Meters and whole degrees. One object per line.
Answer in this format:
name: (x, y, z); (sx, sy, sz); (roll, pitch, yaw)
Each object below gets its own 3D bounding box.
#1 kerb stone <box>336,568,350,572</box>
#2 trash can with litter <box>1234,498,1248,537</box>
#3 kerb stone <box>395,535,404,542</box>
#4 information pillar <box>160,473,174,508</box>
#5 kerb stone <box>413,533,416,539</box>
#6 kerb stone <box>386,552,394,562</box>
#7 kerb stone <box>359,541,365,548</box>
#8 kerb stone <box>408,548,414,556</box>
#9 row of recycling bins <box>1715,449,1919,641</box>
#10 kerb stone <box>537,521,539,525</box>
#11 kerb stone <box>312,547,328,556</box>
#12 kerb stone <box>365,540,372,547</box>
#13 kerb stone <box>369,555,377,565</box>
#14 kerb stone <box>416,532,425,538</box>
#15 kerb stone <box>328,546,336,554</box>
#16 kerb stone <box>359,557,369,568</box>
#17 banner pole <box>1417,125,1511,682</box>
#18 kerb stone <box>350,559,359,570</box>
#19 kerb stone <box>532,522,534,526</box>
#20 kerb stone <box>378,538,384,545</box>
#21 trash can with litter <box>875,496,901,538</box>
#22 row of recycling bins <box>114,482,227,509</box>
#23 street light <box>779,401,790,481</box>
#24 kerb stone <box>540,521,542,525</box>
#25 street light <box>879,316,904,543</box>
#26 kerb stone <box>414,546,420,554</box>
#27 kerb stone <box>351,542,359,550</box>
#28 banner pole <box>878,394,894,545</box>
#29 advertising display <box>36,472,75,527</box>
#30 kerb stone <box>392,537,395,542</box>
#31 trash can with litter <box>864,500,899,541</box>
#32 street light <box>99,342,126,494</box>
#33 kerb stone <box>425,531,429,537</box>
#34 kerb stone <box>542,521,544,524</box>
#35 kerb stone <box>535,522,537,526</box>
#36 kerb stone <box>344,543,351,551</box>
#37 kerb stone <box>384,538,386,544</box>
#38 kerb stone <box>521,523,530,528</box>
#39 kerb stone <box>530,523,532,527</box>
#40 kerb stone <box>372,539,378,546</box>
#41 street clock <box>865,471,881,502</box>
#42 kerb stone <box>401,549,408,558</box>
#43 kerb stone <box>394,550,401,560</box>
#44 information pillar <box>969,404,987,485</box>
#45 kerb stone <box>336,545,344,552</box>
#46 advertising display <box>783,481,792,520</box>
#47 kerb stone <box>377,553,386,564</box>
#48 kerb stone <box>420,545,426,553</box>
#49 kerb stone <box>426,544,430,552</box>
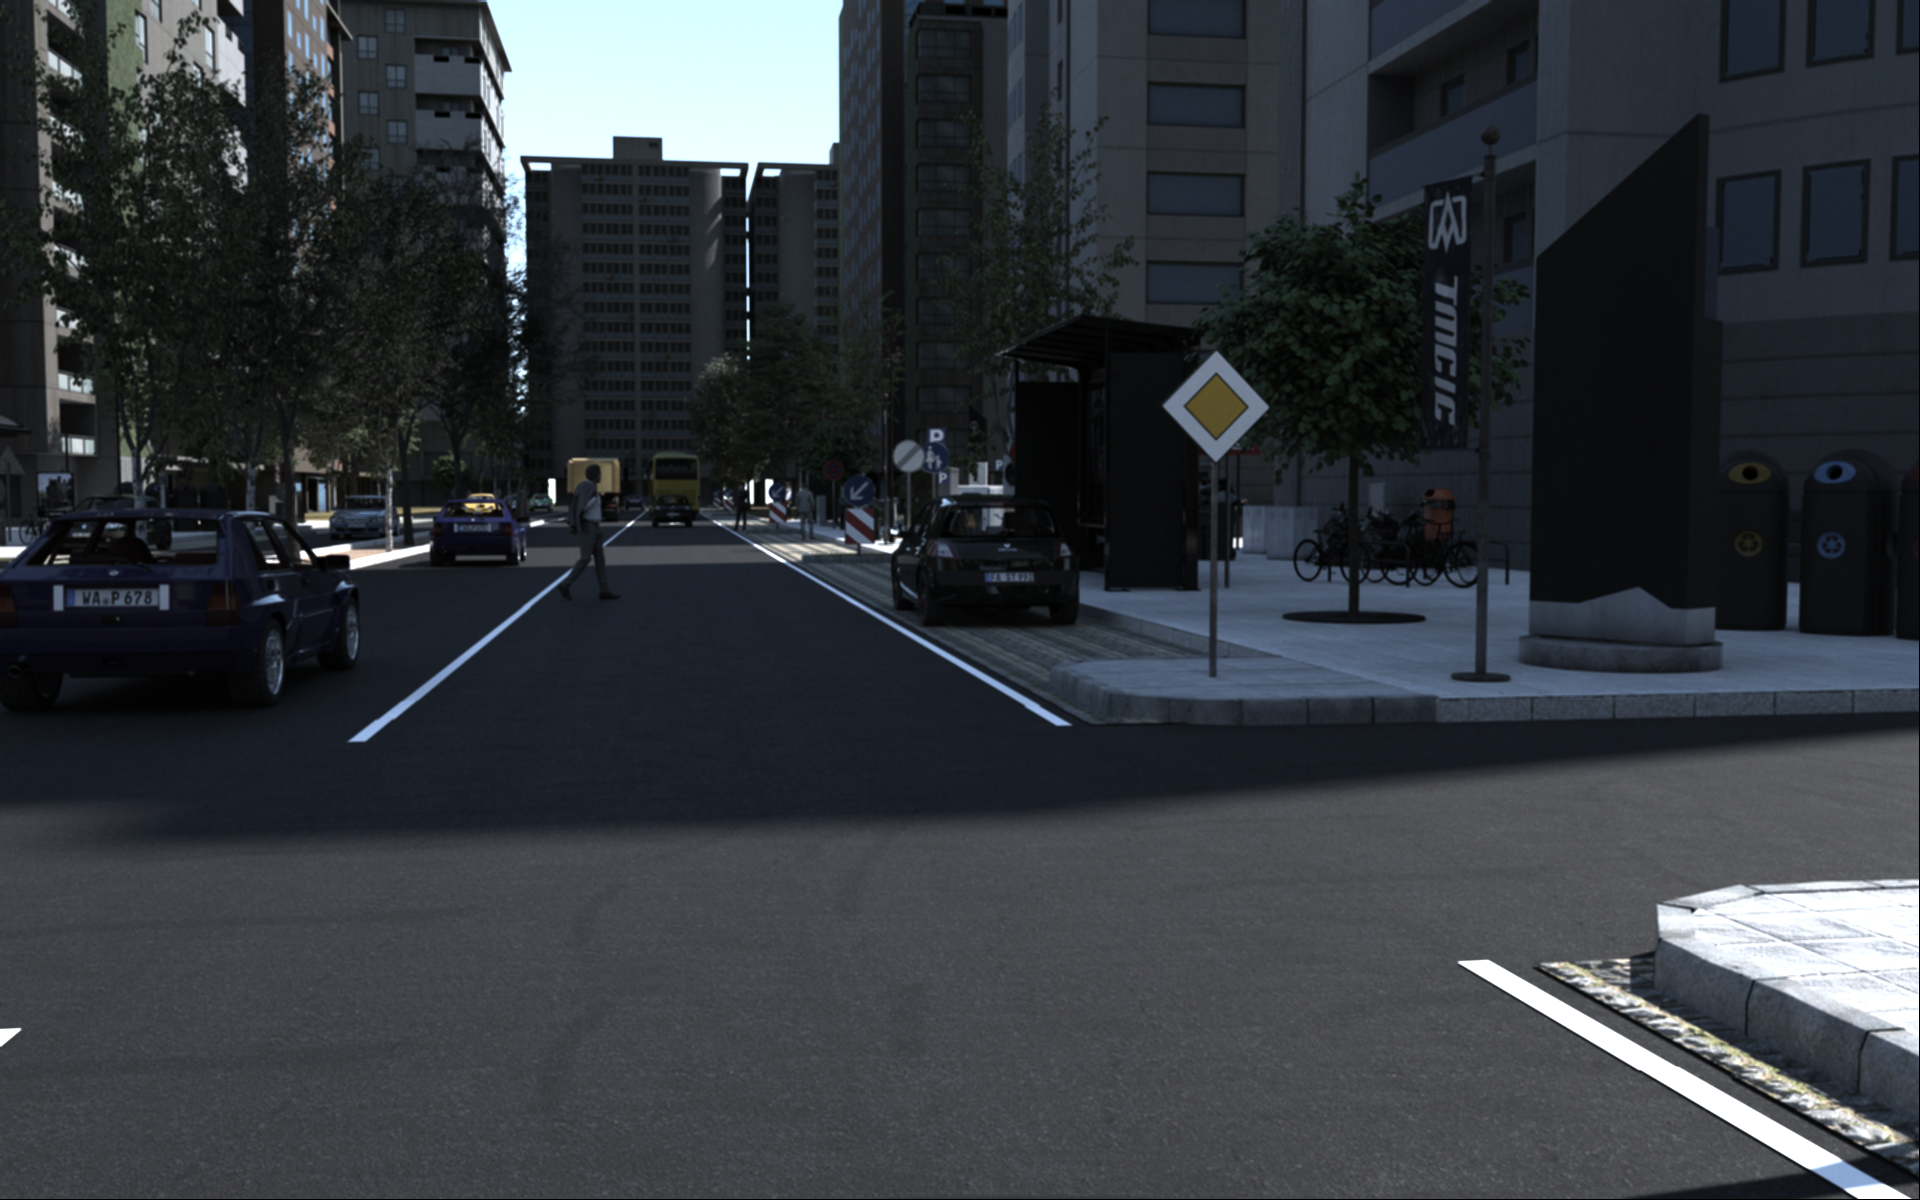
kerb stone: (-11.413, -0.588, 31.821); (0.120, 0.150, 1.000); (-1, 4, -10)
trash can with litter: (8.023, -2.428, 51.085); (0.624, 1.170, 1.055); (-2, 4, -26)
kerb stone: (-17.056, -1.854, 52.630); (0.120, 0.150, 1.000); (-1, 4, -10)
information pillar: (-27.804, -3.442, 60.768); (0.304, 2.012, 0.304); (1, 4, 20)
kerb stone: (-17.395, -1.985, 54.655); (0.120, 0.150, 1.000); (-1, 4, -10)
kerb stone: (-12.261, -0.899, 36.890); (0.120, 0.150, 1.000); (-1, 4, -10)
kerb stone: (-15.862, -1.430, 45.568); (0.120, 0.150, 1.000); (-1, 4, -10)
kerb stone: (-12.780, -1.084, 39.915); (0.120, 0.150, 1.000); (-1, 4, -10)
row of recycling bins: (8.418, -0.520, 15.614); (1.069, 1.692, 3.534); (-3, 5, -41)
kerb stone: (-19.263, -3.434, 78.349); (0.120, 0.150, 1.000); (-1, 4, -10)
kerb stone: (-15.008, -1.121, 40.525); (0.120, 0.150, 1.000); (-1, 4, -10)
kerb stone: (-16.032, -1.491, 46.576); (0.120, 0.150, 1.000); (-1, 4, -10)
kerb stone: (-11.931, -0.773, 34.863); (0.120, 0.150, 1.000); (-1, 4, -10)
kerb stone: (-17.726, -2.109, 56.685); (0.120, 0.150, 1.000); (-1, 4, -10)
kerb stone: (-15.179, -1.180, 41.533); (0.120, 0.150, 1.000); (-1, 4, -10)
kerb stone: (-11.746, -0.711, 33.854); (0.120, 0.150, 1.000); (-1, 4, -10)
banner pole: (3.495, -1.349, 12.080); (0.401, 3.779, 0.863); (-2, 4, -28)
kerb stone: (-11.584, -0.647, 32.832); (0.120, 0.150, 1.000); (-1, 4, -10)
kerb stone: (-18.750, -3.250, 75.325); (0.120, 0.150, 1.000); (-1, 4, -10)
kerb stone: (-16.367, -1.615, 48.595); (0.120, 0.150, 1.000); (-1, 4, -10)
trash can with litter: (-1.815, -2.401, 50.311); (2.233, 1.210, 1.678); (-1, 4, -20)
row of recycling bins: (-26.869, -3.171, 58.967); (3.534, 1.692, 1.069); (-3, 4, -37)
street light: (-8.705, -6.933, 86.135); (0.468, 5.910, 1.993); (-1, 4, -10)
kerb stone: (-19.601, -3.558, 80.371); (0.120, 0.150, 1.000); (-1, 4, -10)
street light: (-1.791, -4.428, 45.180); (0.468, 5.910, 1.993); (-1, 4, -10)
kerb stone: (-12.952, -1.146, 40.926); (0.120, 0.150, 1.000); (-1, 4, -10)
kerb stone: (-15.691, -1.368, 44.560); (0.120, 0.150, 1.000); (-1, 4, -10)
banner pole: (-1.859, -3.250, 43.149); (0.401, 3.779, 0.863); (0, 4, 0)
advertising display: (-26.077, -2.737, 49.958); (0.974, 1.923, 0.123); (-1, 4, -12)
kerb stone: (-16.714, -1.737, 50.613); (0.120, 0.150, 1.000); (-1, 4, -10)
trash can with litter: (-2.179, -2.213, 47.576); (1.055, 1.170, 0.624); (1, 4, 20)
street light: (-24.095, -4.696, 49.571); (0.468, 5.910, 1.993); (-1, 4, -10)
kerb stone: (-17.906, -2.171, 57.704); (0.120, 0.150, 1.000); (-1, 4, -10)
kerb stone: (-19.776, -3.614, 81.378); (0.120, 0.150, 1.000); (-1, 4, -10)
kerb stone: (-19.092, -3.373, 77.341); (0.120, 0.150, 1.000); (-1, 4, -10)
kerb stone: (-15.521, -1.303, 43.550); (0.120, 0.150, 1.000); (-1, 4, -10)
kerb stone: (-16.544, -1.676, 49.603); (0.120, 0.150, 1.000); (-1, 4, -10)
kerb stone: (-18.410, -3.121, 73.300); (0.120, 0.150, 1.000); (-1, 4, -10)
kerb stone: (-18.585, -3.186, 74.307); (0.120, 0.150, 1.000); (-1, 4, -10)
kerb stone: (-16.209, -1.546, 47.586); (0.120, 0.150, 1.000); (-1, 4, -10)
street clock: (-2.791, -3.113, 55.475); (0.471, 2.002, 0.358); (2, 4, 24)
kerb stone: (-12.604, -1.022, 38.908); (0.120, 0.150, 1.000); (-1, 4, -10)
kerb stone: (-12.437, -0.960, 37.899); (0.120, 0.150, 1.000); (-1, 4, -10)
information pillar: (0.454, -3.274, 44.886); (0.504, 3.616, 0.183); (1, 4, 18)
kerb stone: (-15.351, -1.244, 42.541); (0.120, 0.150, 1.000); (-1, 4, -10)
advertising display: (-8.409, -4.844, 84.406); (0.123, 1.923, 0.974); (1, 4, 13)
kerb stone: (-12.095, -0.836, 35.879); (0.120, 0.150, 1.000); (-1, 4, -10)
kerb stone: (-13.117, -1.207, 41.948); (0.120, 0.150, 1.000); (-1, 4, -10)
kerb stone: (-13.283, -1.262, 42.958); (0.120, 0.150, 1.000); (-1, 4, -10)
